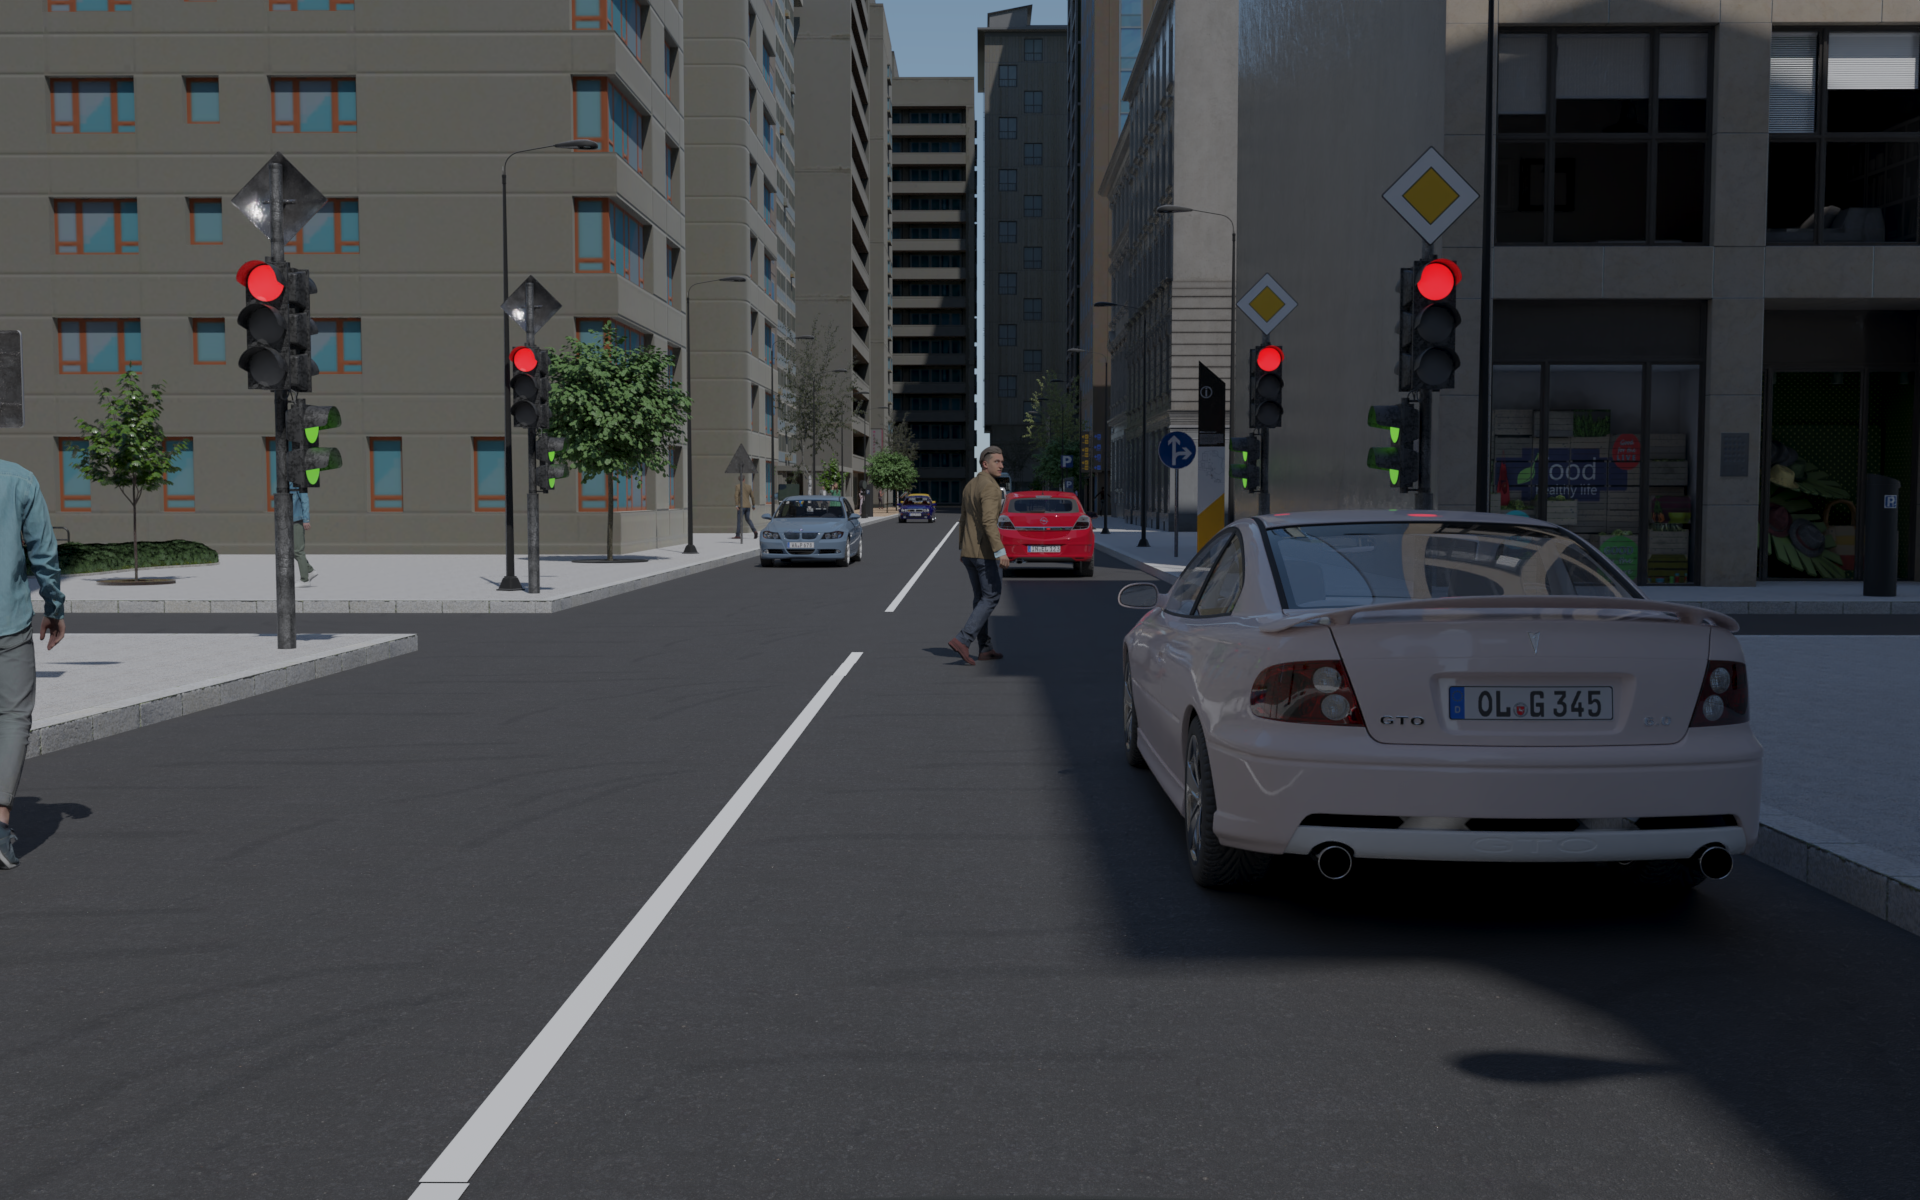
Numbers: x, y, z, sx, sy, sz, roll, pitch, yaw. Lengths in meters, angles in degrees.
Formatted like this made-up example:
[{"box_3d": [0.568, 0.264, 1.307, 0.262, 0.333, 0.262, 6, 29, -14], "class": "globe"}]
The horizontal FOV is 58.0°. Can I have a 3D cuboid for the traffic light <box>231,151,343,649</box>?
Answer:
[{"box_3d": [-5.572, -1.550, 14.261, 0.839, 4.253, 0.868, 0, 4, 1], "class": "traffic light"}]

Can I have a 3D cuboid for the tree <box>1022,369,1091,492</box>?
[{"box_3d": [5.834, -9.232, 101.303, 4.737, 8.622, 4.395, 0, 3, 0], "class": "tree"}]

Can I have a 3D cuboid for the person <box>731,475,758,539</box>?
[{"box_3d": [-6.134, -2.663, 49.492, 0.836, 1.842, 0.656, 1, 4, 20], "class": "person"}]

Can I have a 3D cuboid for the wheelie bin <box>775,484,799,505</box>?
[{"box_3d": [-5.358, -2.818, 53.981, 0.980, 1.594, 0.693, 0, 4, -3], "class": "wheelie bin"}]

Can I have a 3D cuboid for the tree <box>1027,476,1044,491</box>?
[{"box_3d": [7.024, -10.135, 160.310, 1.663, 3.219, 1.824, 0, 3, 0], "class": "tree"}]

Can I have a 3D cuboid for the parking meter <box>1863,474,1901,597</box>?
[{"box_3d": [11.567, -0.815, 21.738, 0.372, 1.533, 0.369, 0, 3, 0], "class": "parking meter"}]

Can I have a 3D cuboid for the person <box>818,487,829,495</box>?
[{"box_3d": [-7.330, -5.341, 93.769, 0.661, 1.777, 0.834, -2, 4, -26], "class": "person"}]

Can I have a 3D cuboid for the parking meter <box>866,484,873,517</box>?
[{"box_3d": [-5.065, -5.570, 96.777, 0.399, 1.863, 0.255, 3, 4, 37], "class": "parking meter"}]

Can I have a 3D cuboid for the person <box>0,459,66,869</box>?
[{"box_3d": [-3.887, 0.097, 6.772, 0.638, 1.841, 0.748, -1, 4, -15], "class": "person"}]

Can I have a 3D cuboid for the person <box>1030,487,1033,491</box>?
[{"box_3d": [5.158, -7.103, 122.619, 0.568, 1.767, 0.683, 1, 4, 18], "class": "person"}]

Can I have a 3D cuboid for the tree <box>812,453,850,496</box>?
[{"box_3d": [-5.858, -5.255, 80.522, 1.663, 3.219, 1.824, 0, 3, 0], "class": "tree"}]

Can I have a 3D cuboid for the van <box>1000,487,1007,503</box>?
[{"box_3d": [2.182, -6.185, 108.131, 2.013, 2.044, 4.112, 0, 4, 1], "class": "van"}]

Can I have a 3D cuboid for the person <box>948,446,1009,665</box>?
[{"box_3d": [0.196, -0.385, 14.706, 0.656, 1.842, 0.836, 2, 4, 34], "class": "person"}]

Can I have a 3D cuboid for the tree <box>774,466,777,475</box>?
[{"box_3d": [-11.335, -6.505, 90.072, 4.285, 4.588, 4.351, 0, 3, 0], "class": "tree"}]

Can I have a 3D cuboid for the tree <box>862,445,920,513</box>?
[{"box_3d": [-5.001, -8.167, 117.242, 4.285, 4.588, 4.351, 0, 3, 0], "class": "tree"}]

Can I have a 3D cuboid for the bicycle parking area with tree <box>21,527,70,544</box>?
[{"box_3d": [-21.523, -2.753, 32.021, 9.016, 4.147, 8.231, 1, 4, 14], "class": "bicycle parking area with tree"}]

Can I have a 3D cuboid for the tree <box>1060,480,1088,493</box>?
[{"box_3d": [6.035, -6.076, 93.947, 1.663, 3.219, 1.824, 0, 3, 0], "class": "tree"}]

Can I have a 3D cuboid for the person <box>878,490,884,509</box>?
[{"box_3d": [-6.615, -8.433, 145.400, 0.593, 1.643, 0.415, 1, 4, 15], "class": "person"}]

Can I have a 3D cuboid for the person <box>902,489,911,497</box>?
[{"box_3d": [-4.613, -8.873, 151.833, 1.217, 1.735, 0.721, -3, 4, -39], "class": "person"}]

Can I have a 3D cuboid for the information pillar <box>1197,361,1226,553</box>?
[{"box_3d": [4.388, -2.384, 30.335, 0.504, 3.616, 0.183, 1, 4, 9], "class": "information pillar"}]

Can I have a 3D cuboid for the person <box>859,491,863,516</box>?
[{"box_3d": [-5.557, -5.646, 99.024, 0.621, 1.740, 0.551, -1, 4, -8], "class": "person"}]

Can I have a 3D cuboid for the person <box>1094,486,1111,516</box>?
[{"box_3d": [8.239, -5.657, 99.363, 1.217, 1.723, 0.721, 2, 4, 27], "class": "person"}]

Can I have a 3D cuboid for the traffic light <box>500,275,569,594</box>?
[{"box_3d": [-5.480, -2.038, 22.245, 0.839, 4.253, 0.868, 0, 4, 1], "class": "traffic light"}]

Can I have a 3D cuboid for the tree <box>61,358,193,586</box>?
[{"box_3d": [-11.696, -1.843, 24.740, 1.663, 3.219, 1.824, 0, 3, 0], "class": "tree"}]

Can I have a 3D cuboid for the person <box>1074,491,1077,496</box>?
[{"box_3d": [6.619, -5.915, 102.624, 0.599, 1.838, 0.709, -1, 4, -21], "class": "person"}]

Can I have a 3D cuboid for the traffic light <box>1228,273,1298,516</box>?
[{"box_3d": [3.880, -2.033, 22.155, 0.839, 4.253, 0.868, 0, 4, 1], "class": "traffic light"}]

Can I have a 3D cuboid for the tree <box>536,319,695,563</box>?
[{"box_3d": [-6.605, -2.986, 32.527, 4.285, 4.588, 4.351, 0, 3, 0], "class": "tree"}]

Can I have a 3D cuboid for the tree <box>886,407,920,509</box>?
[{"box_3d": [-5.285, -11.966, 146.003, 4.360, 8.622, 3.978, 0, 3, 0], "class": "tree"}]

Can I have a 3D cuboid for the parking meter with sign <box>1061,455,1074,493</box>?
[{"box_3d": [4.808, -4.946, 77.135, 0.543, 3.016, 1.738, 0, 4, 0], "class": "parking meter with sign"}]

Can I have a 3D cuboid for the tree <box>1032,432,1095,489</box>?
[{"box_3d": [5.413, -6.428, 88.806, 4.285, 4.588, 4.351, 0, 3, 0], "class": "tree"}]

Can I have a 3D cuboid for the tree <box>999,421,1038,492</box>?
[{"box_3d": [5.844, -13.651, 173.563, 4.360, 8.622, 3.978, 0, 3, 0], "class": "tree"}]

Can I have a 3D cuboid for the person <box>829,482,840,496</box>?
[{"box_3d": [-5.440, -4.239, 75.600, 0.600, 1.795, 0.529, -2, 4, -31], "class": "person"}]

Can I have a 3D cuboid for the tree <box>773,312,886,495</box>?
[{"box_3d": [-6.072, -7.396, 71.282, 4.360, 8.622, 3.978, 0, 3, 0], "class": "tree"}]

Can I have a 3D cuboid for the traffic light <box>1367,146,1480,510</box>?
[{"box_3d": [3.789, -1.544, 14.170, 0.839, 4.253, 0.868, 0, 4, 1], "class": "traffic light"}]

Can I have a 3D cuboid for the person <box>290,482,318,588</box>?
[{"box_3d": [-9.055, -1.062, 23.758, 0.444, 1.785, 0.601, -1, 4, -19], "class": "person"}]

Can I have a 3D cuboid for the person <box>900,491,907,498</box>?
[{"box_3d": [-4.882, -9.379, 159.475, 1.350, 1.814, 0.705, 1, 4, 10], "class": "person"}]
